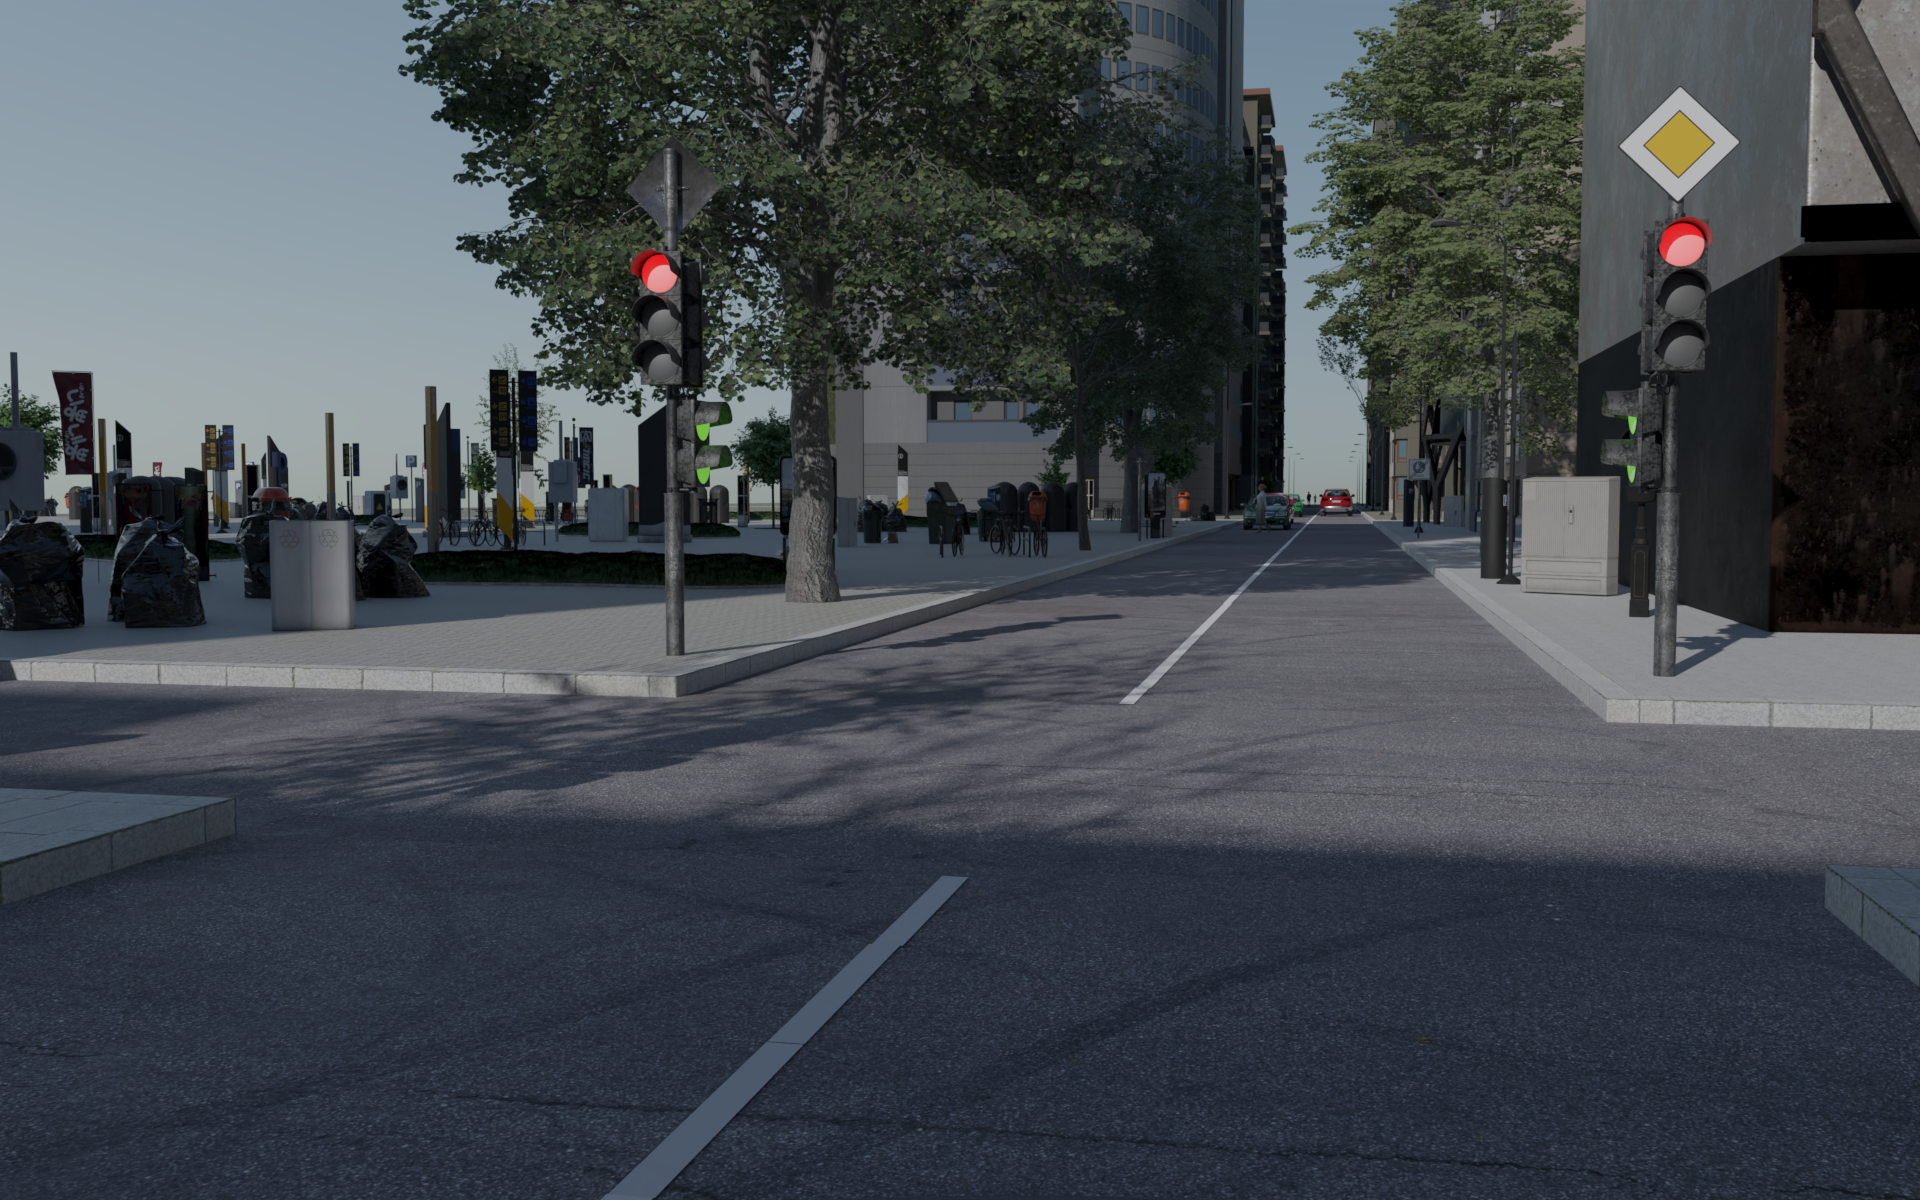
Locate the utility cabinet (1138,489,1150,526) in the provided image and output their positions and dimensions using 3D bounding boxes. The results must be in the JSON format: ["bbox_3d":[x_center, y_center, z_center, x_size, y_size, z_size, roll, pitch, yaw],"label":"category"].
[{"bbox_3d":[7.757,-3.725,69.587,1.173,1.500,0.318,2,4,25],"label":"utility cabinet"}]

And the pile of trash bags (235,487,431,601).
[{"bbox_3d":[-8.247,-0.752,22.042,1.912,1.369,3.447,-3,5,-43],"label":"pile of trash bags"}]

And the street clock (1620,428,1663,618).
[{"bbox_3d":[7.095,-0.824,18.037,0.471,2.002,0.358,2,4,25],"label":"street clock"}]

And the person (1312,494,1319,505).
[{"bbox_3d":[45.991,-12.990,224.149,0.557,1.426,1.065,-3,4,-36],"label":"person"}]

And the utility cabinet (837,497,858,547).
[{"bbox_3d":[-2.744,-1.908,42.361,0.306,1.237,1.020,1,4,9],"label":"utility cabinet"}]

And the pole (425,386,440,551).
[{"bbox_3d":[-9.988,-2.381,32.778,0.158,3.312,0.155,0,3,0],"label":"pole"}]

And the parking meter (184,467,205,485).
[{"bbox_3d":[-16.650,-1.958,37.732,0.399,1.863,0.255,2,4,28],"label":"parking meter"}]

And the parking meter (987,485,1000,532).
[{"bbox_3d":[0.970,-2.517,49.559,0.372,1.533,0.369,0,3,0],"label":"parking meter"}]

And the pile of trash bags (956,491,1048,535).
[{"bbox_3d":[1.091,-2.765,54.963,3.447,1.369,1.912,1,4,14],"label":"pile of trash bags"}]

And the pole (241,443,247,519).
[{"bbox_3d":[-28.782,-4.635,69.620,0.158,3.312,0.155,0,3,0],"label":"pole"}]

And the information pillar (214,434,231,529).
[{"bbox_3d":[-27.206,-4.432,63.812,0.504,3.616,0.183,-3,5,-41],"label":"information pillar"}]

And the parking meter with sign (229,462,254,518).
[{"bbox_3d":[-38.414,-5.890,92.570,0.543,3.016,1.738,1,4,9],"label":"parking meter with sign"}]

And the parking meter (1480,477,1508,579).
[{"bbox_3d":[8.104,-1.093,26.277,0.372,1.533,0.369,0,3,0],"label":"parking meter"}]

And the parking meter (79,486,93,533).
[{"bbox_3d":[-28.795,-2.975,57.051,0.372,1.533,0.369,0,3,0],"label":"parking meter"}]

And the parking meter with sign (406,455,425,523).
[{"bbox_3d":[-24.312,-5.031,78.519,0.543,3.016,1.738,1,4,21],"label":"parking meter with sign"}]

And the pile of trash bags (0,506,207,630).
[{"bbox_3d":[-9.218,-0.443,16.998,3.447,1.369,1.912,-1,4,-16],"label":"pile of trash bags"}]

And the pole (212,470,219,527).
[{"bbox_3d":[-29.217,-4.532,67.947,0.158,3.312,0.155,0,3,0],"label":"pole"}]

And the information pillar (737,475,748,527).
[{"bbox_3d":[-8.392,-3.815,66.866,0.304,2.012,0.304,1,4,21],"label":"information pillar"}]

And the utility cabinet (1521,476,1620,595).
[{"bbox_3d":[7.766,-0.820,22.082,0.318,1.500,1.173,-3,5,-42],"label":"utility cabinet"}]

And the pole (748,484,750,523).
[{"bbox_3d":[-9.286,-4.994,75.502,0.158,3.312,0.155,0,3,0],"label":"pole"}]

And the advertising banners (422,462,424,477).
[{"bbox_3d":[-29.283,-6.063,95.310,0.090,3.025,2.074,-2,4,-32],"label":"advertising banners"}]

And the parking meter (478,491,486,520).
[{"bbox_3d":[-24.047,-4.810,87.058,0.372,1.533,0.369,0,3,0],"label":"parking meter"}]

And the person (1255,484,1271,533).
[{"bbox_3d":[11.098,-3.345,63.411,0.641,1.798,0.478,0,4,5],"label":"person"}]

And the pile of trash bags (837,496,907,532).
[{"bbox_3d":[-3.616,-2.998,58.768,3.447,1.369,1.912,-1,4,-23],"label":"pile of trash bags"}]

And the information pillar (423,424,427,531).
[{"bbox_3d":[-17.875,-4.092,58.258,0.183,3.616,0.504,1,4,11],"label":"information pillar"}]

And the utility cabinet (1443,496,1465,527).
[{"bbox_3d":[19.346,-3.457,67.678,0.306,1.237,1.020,-2,4,-26],"label":"utility cabinet"}]

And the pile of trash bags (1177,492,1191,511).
[{"bbox_3d":[9.849,-4.612,85.156,3.447,1.369,1.912,3,5,41],"label":"pile of trash bags"}]

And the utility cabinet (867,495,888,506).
[{"bbox_3d":[-4.094,-4.586,86.149,1.020,1.237,0.306,-2,4,-33],"label":"utility cabinet"}]

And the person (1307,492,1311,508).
[{"bbox_3d":[37.176,-10.708,184.499,0.541,1.710,0.530,0,4,-6],"label":"person"}]

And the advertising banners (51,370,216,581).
[{"bbox_3d":[-11.915,-1.764,25.033,2.074,3.025,0.090,-2,4,-27],"label":"advertising banners"}]

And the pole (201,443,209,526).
[{"bbox_3d":[-29.987,-4.584,68.787,0.158,3.312,0.155,0,3,0],"label":"pole"}]

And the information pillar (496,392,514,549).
[{"bbox_3d":[-10.447,-2.957,39.708,0.183,3.616,0.504,1,4,22],"label":"information pillar"}]

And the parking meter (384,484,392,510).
[{"bbox_3d":[-31.951,-5.566,96.711,0.399,1.863,0.255,-3,4,-36],"label":"parking meter"}]

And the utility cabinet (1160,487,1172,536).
[{"bbox_3d":[6.098,-2.658,52.132,0.318,1.500,1.173,1,4,20],"label":"utility cabinet"}]

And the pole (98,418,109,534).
[{"bbox_3d":[-23.128,-3.237,46.770,0.158,3.312,0.155,0,3,0],"label":"pole"}]

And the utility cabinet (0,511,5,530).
[{"bbox_3d":[-34.120,-3.106,61.938,0.306,1.237,1.020,1,4,15],"label":"utility cabinet"}]

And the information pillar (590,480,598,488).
[{"bbox_3d":[-18.814,-5.175,89.097,0.304,2.012,0.304,3,4,39],"label":"information pillar"}]

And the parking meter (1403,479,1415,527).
[{"bbox_3d":[17.598,-3.802,67.870,0.399,1.863,0.255,-1,4,-20],"label":"parking meter"}]

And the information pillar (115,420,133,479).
[{"bbox_3d":[-26.472,-3.884,54.855,0.504,3.616,0.183,0,4,2],"label":"information pillar"}]

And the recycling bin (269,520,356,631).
[{"bbox_3d":[-6.186,-0.246,16.576,0.722,1.027,0.722,-1,4,-17],"label":"recycling bin"}]

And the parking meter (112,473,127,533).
[{"bbox_3d":[-23.147,-2.570,47.734,0.399,1.863,0.255,3,4,36],"label":"parking meter"}]

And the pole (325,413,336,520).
[{"bbox_3d":[-15.773,-3.032,43.417,0.158,3.312,0.155,0,3,0],"label":"pole"}]

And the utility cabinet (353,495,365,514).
[{"bbox_3d":[-32.638,-5.070,94.061,1.020,1.237,0.306,2,4,35],"label":"utility cabinet"}]

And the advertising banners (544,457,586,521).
[{"bbox_3d":[-18.559,-5.226,81.635,2.074,3.025,0.090,-1,4,-10],"label":"advertising banners"}]

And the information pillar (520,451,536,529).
[{"bbox_3d":[-16.017,-4.453,64.162,0.504,3.616,0.183,-1,4,-21],"label":"information pillar"}]

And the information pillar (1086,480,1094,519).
[{"bbox_3d":[6.628,-5.139,88.521,0.304,2.012,0.304,-2,4,-26],"label":"information pillar"}]

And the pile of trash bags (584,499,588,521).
[{"bbox_3d":[-17.312,-4.557,84.259,1.912,1.369,3.447,-1,4,-10],"label":"pile of trash bags"}]
